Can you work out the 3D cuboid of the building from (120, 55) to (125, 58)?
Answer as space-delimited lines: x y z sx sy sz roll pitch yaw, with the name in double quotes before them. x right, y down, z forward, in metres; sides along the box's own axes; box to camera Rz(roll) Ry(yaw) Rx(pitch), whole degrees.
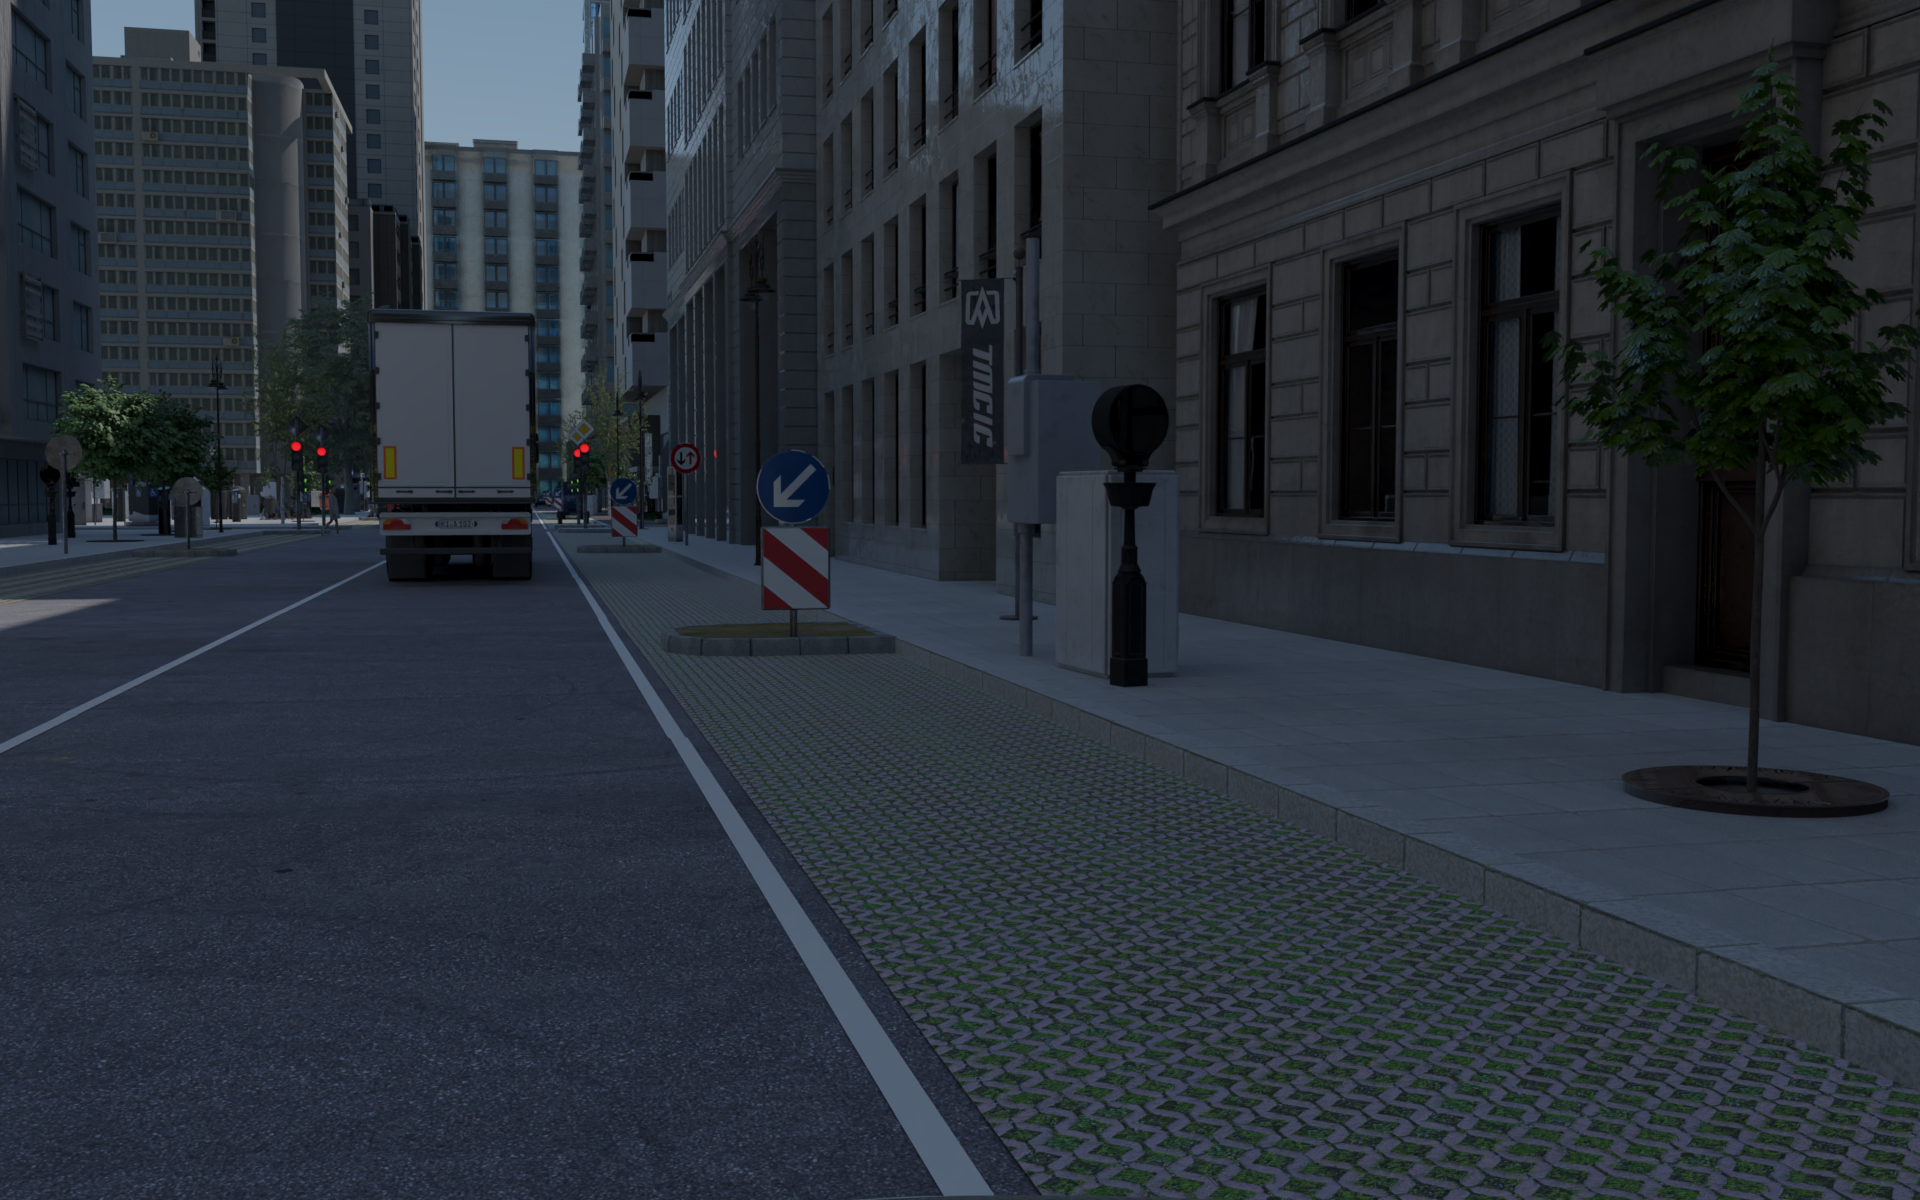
"building" -93.490 -34.986 195.714 21.600 48.544 21.300 -1 4 -14

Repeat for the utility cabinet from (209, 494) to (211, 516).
"utility cabinet" -44.073 -5.612 100.441 1.173 1.500 0.318 0 4 4

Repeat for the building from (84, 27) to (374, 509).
"building" -66.195 -27.974 149.255 32.217 40.220 23.993 -1 4 -14

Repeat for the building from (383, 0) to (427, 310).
"building" -73.241 -46.653 201.030 20.611 71.187 20.563 -1 4 -14

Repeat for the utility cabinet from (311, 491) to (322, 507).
"utility cabinet" -47.713 -7.302 128.068 0.318 1.500 1.173 2 4 26

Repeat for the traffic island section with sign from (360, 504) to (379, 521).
"traffic island section with sign" -31.390 -5.213 93.855 1.989 1.847 2.006 -1 4 -14

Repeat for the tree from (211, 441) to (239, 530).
"tree" -26.723 -4.148 62.427 1.663 3.219 1.824 0 3 0

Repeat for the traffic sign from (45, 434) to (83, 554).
"traffic sign" -19.160 -2.259 37.045 0.768 2.556 0.104 0 4 -6

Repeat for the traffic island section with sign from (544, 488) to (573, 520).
"traffic island section with sign" -21.917 -5.357 96.221 1.989 1.847 2.006 -1 4 -14

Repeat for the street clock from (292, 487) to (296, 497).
"street clock" -52.689 -8.121 137.342 0.471 2.002 0.358 -1 4 -12

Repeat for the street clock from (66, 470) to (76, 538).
"street clock" -25.961 -2.811 50.530 0.358 2.002 0.471 0 4 -7

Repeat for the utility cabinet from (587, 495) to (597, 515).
"utility cabinet" -22.263 -5.725 104.765 0.306 1.237 1.020 -2 4 -31

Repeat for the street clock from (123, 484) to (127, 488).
"street clock" -58.868 -7.204 122.354 0.358 2.002 0.471 1 4 20

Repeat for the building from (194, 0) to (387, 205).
"building" -87.417 -48.290 227.796 20.611 71.187 20.563 -1 4 -14

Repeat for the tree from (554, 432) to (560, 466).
"tree" -34.347 -12.565 155.801 4.737 8.622 4.395 0 3 0

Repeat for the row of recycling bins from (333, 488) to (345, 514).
"row of recycling bins" -40.296 -6.457 112.677 1.069 1.692 3.534 -1 4 -10

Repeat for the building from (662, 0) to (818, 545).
"building" -2.008 -16.707 50.649 11.434 29.767 29.804 -1 4 -14

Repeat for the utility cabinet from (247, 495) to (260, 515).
"utility cabinet" -43.016 -5.740 105.014 0.306 1.237 1.020 3 4 38

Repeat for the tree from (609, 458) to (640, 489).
"tree" -18.082 -5.983 92.428 1.663 3.219 1.824 0 3 0

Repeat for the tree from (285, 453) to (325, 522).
"tree" -30.365 -5.223 80.004 1.663 3.219 1.824 0 3 0

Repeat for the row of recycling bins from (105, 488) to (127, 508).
"row of recycling bins" -54.308 -6.410 111.911 1.069 1.692 3.534 -3 5 -42

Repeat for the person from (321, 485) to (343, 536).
"person" -21.376 -3.040 58.955 0.466 1.731 0.760 2 4 35

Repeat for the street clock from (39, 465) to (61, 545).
"street clock" -22.849 -2.384 43.549 0.471 2.002 0.358 -2 4 -24

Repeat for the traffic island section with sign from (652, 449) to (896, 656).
"traffic island section with sign" -1.766 -0.461 16.163 1.989 1.847 2.006 -1 4 -14

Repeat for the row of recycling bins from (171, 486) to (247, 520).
"row of recycling bins" -37.612 -4.876 86.834 3.534 1.692 1.069 -3 4 -37

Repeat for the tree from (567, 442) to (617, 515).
"tree" -22.708 -7.582 107.687 4.285 4.588 4.351 0 3 0

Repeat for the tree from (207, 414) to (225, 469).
"tree" -24.648 -4.286 53.797 4.285 4.588 4.351 0 3 0

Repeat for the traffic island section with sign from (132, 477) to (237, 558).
"traffic island section with sign" -17.827 -1.915 39.938 1.989 1.847 2.006 -1 4 -14

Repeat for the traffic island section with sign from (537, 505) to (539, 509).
"traffic island section with sign" -40.837 -9.956 171.407 1.989 1.847 2.006 -1 4 -14

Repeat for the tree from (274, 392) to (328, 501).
"tree" -45.885 -10.411 120.577 4.360 8.622 3.978 0 3 0

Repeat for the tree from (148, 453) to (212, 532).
"tree" -26.774 -3.941 59.038 1.663 3.219 1.824 0 3 0

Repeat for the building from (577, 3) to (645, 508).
"building" -26.940 -33.996 175.449 23.786 49.044 30.456 -1 4 -14

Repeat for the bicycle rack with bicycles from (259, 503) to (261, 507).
"bicycle rack with bicycles" -51.498 -6.955 127.103 2.925 0.926 2.852 2 4 26

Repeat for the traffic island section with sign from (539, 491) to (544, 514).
"traffic island section with sign" -28.560 -6.971 122.611 1.989 1.847 2.006 -1 4 -14

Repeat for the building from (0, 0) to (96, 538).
"building" -34.795 -22.544 52.188 14.086 41.232 14.154 -1 4 -14

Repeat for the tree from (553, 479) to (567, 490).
"tree" -48.882 -13.258 211.361 1.663 3.219 1.824 0 3 0

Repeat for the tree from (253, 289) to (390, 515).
"tree" -37.864 -12.230 106.623 9.857 13.997 8.962 0 3 0

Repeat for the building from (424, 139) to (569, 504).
"building" -63.181 -37.747 236.778 30.456 49.044 23.786 -1 4 -14

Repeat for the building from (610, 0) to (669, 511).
"building" -11.813 -33.069 129.909 28.713 52.752 27.495 -1 4 -14

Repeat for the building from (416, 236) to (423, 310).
"building" -64.833 -25.256 184.640 14.160 30.474 14.107 -1 4 -14

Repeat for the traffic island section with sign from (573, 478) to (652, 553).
"traffic island section with sign" -8.398 -2.072 42.513 1.989 1.847 2.006 -1 4 -14

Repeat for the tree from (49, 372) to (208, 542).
"tree" -22.777 -3.844 46.571 4.285 4.588 4.351 0 3 0

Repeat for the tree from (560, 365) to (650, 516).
"tree" -20.079 -9.159 100.111 4.737 8.622 4.395 0 3 0

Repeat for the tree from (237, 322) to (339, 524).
"tree" -29.231 -7.615 74.862 4.737 8.622 4.395 0 3 0

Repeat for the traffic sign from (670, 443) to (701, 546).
"traffic sign" -6.805 -2.627 43.057 0.768 2.556 0.104 0 4 -6

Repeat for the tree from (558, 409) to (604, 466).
"tree" -32.759 -12.207 149.948 4.360 8.622 3.978 0 3 0

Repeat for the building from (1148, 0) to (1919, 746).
"building" 9.006 -8.958 11.094 10.561 19.102 19.286 -1 4 -14

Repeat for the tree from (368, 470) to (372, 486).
"tree" -44.291 -9.202 134.166 4.285 4.588 4.351 0 3 0

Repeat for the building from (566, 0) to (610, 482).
"building" -35.232 -54.554 204.635 22.319 86.520 31.000 -1 4 -14

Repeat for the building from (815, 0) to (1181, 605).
"building" 4.139 -10.625 28.466 10.420 20.320 16.860 -1 4 -14

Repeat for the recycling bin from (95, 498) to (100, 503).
"recycling bin" -64.879 -7.157 129.578 0.722 1.027 0.722 1 4 12

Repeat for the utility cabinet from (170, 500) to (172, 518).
"utility cabinet" -42.321 -5.126 92.496 0.318 1.500 1.173 -2 4 -28

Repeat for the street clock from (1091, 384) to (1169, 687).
"street clock" 1.131 -0.427 11.552 0.471 2.002 0.358 -2 4 -26

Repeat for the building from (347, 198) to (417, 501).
"building" -61.519 -24.382 170.340 14.160 30.474 14.107 -1 4 -14

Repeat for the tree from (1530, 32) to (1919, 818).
"tree" 3.492 -0.778 7.323 1.663 3.219 1.824 0 3 0
